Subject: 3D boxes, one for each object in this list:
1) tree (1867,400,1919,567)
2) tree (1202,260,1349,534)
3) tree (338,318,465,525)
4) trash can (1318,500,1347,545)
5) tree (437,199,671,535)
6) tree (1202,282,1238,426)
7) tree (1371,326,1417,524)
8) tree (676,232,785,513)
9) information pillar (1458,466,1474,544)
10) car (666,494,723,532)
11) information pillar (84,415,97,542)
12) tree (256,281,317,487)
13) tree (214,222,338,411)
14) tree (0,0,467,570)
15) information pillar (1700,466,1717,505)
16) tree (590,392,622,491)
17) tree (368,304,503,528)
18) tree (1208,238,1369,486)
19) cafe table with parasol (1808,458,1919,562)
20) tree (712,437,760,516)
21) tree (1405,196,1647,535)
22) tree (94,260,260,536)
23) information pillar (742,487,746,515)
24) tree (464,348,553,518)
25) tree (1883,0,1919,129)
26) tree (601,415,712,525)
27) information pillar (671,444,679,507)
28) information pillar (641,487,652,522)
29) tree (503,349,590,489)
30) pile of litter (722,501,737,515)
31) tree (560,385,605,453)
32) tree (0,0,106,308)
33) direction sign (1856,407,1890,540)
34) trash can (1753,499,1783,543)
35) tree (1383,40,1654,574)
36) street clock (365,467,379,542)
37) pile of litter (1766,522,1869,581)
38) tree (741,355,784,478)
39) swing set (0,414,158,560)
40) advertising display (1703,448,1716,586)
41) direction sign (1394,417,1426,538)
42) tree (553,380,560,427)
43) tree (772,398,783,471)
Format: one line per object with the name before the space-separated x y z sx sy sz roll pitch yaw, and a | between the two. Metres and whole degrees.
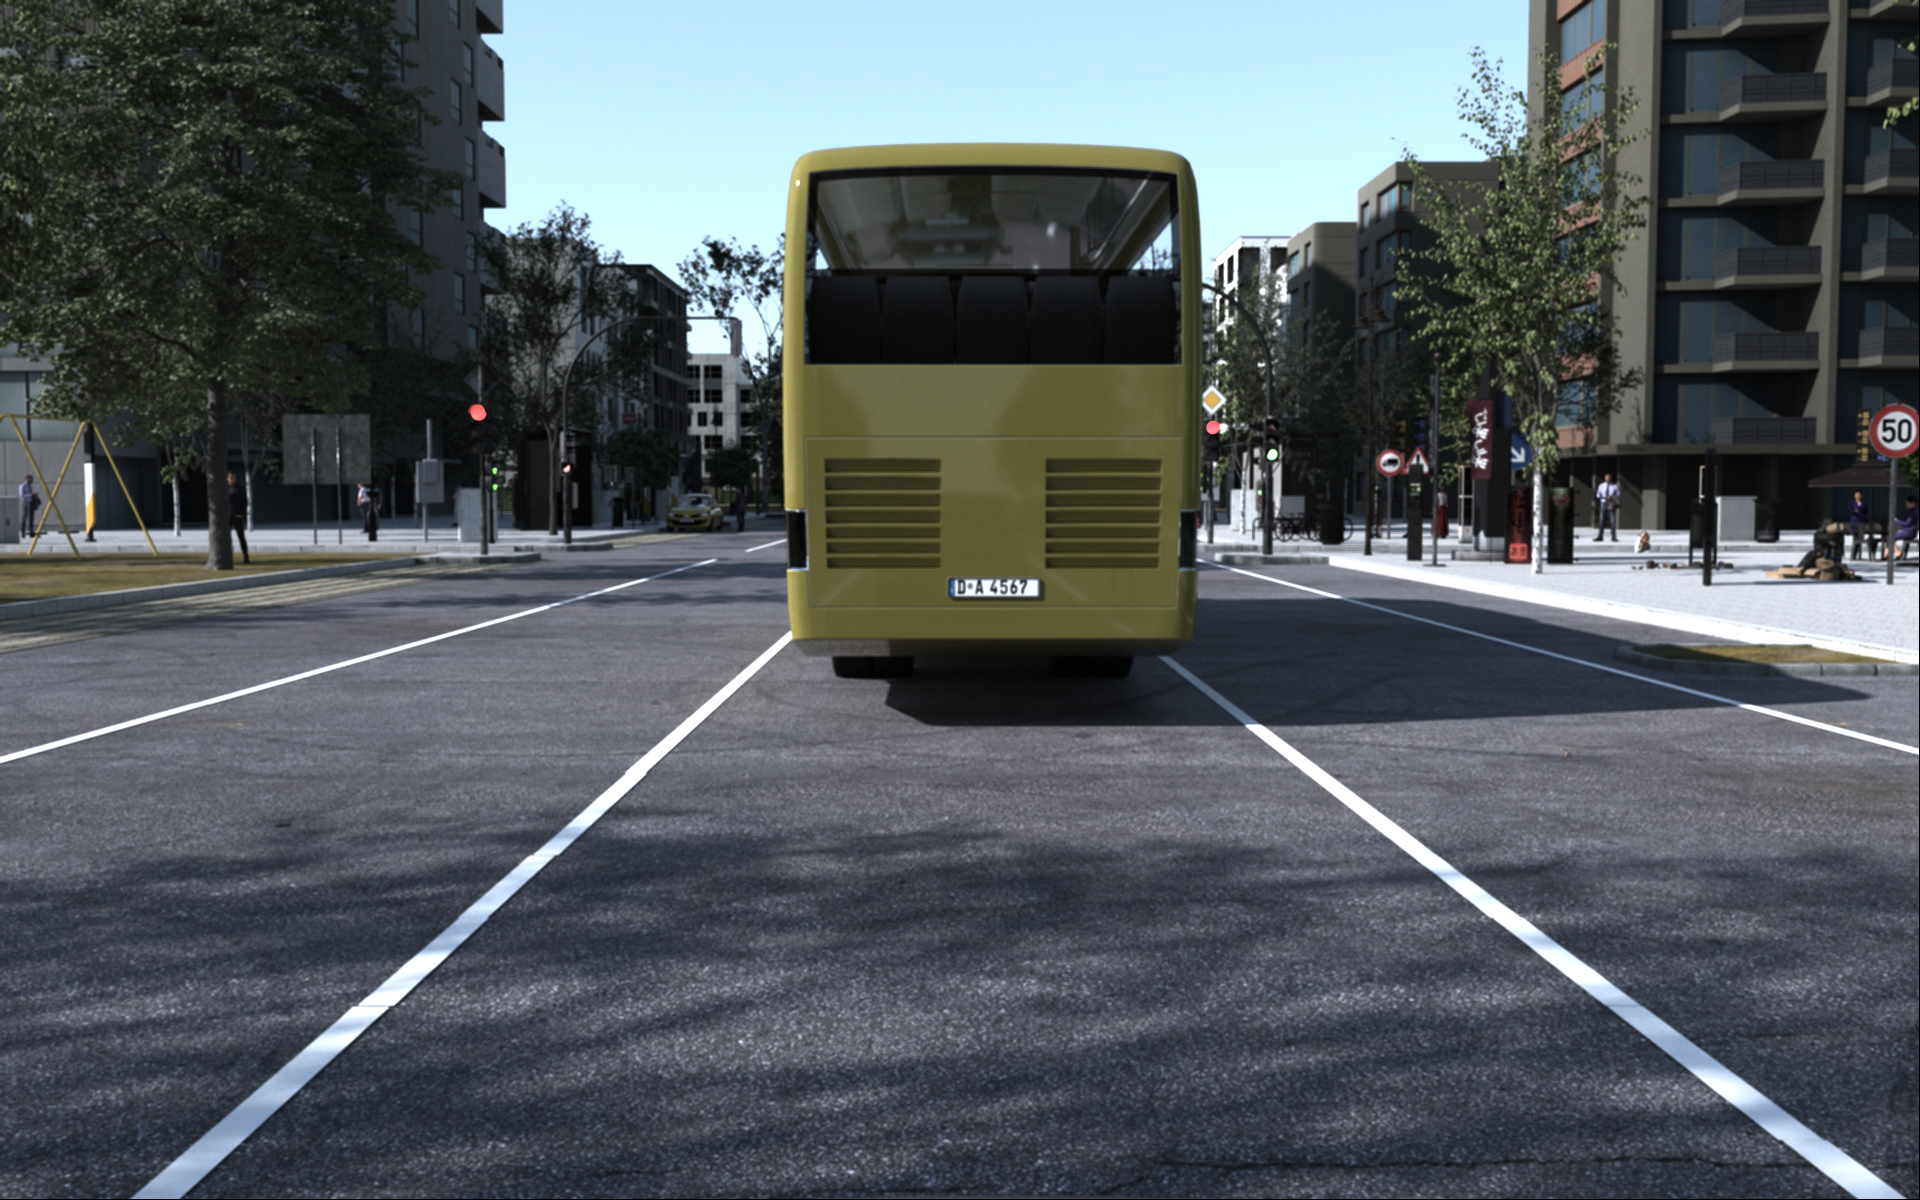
tree | 17.249 -2.202 30.598 1.663 3.219 1.824 0 3 0
tree | 9.176 -6.416 55.266 4.737 8.622 4.395 0 3 0
tree | -23.819 -7.428 71.806 4.737 8.622 4.395 0 3 0
trash can | 9.419 -1.971 43.879 0.748 1.137 0.748 0 3 0
tree | -12.476 -7.311 53.951 8.767 10.594 7.601 2 4 31
tree | 9.398 -10.684 85.052 12.009 13.543 11.850 0 3 0
tree | 17.515 -7.528 73.449 4.360 8.622 3.978 0 3 0
tree | -11.553 -15.878 115.490 12.611 20.169 13.585 0 3 0
information pillar | 13.110 -2.468 44.850 0.304 2.012 0.304 0 4 -1
car | -10.094 -3.407 65.934 2.015 1.641 3.980 0 4 0
information pillar | -23.372 -3.374 46.515 0.504 3.616 0.183 3 5 43
tree | -23.852 -6.613 58.481 4.360 8.622 3.978 0 3 0
tree | -20.187 -5.870 46.332 4.737 8.622 4.395 0 3 0
tree | -12.205 -6.798 29.273 7.486 12.596 7.792 0 3 0
information pillar | 19.697 -2.516 45.635 0.304 2.012 0.304 -3 5 -41
tree | -23.910 -9.975 113.457 4.360 8.622 3.978 0 3 0
tree | -20.366 -7.031 65.319 4.360 8.622 3.978 0 3 0
tree | 8.932 -6.077 49.728 4.360 8.622 3.978 0 3 0
cafe table with parasol | 17.598 -1.745 33.394 2.610 1.966 2.610 0 4 5
tree | -13.241 -7.158 100.754 4.285 4.588 4.351 0 3 0
tree | 17.515 -7.316 54.021 7.601 10.594 8.767 0 4 5
tree | -23.809 -6.240 52.381 4.360 8.622 3.978 0 3 0
information pillar | -13.162 -6.162 105.240 0.304 2.012 0.304 0 4 1
tree | -21.836 -7.863 78.921 4.737 8.622 4.395 0 3 0
tree | 9.759 -3.936 14.718 4.737 8.622 4.395 0 3 0
tree | -13.135 -5.386 71.777 4.285 4.588 4.351 0 3 0
information pillar | -13.212 -5.440 80.296 0.183 3.616 0.504 2 4 28
information pillar | -14.643 -5.466 80.716 0.183 3.616 0.504 3 5 40
tree | -21.140 -8.203 84.488 4.360 8.622 3.978 0 3 0
pile of litter | -14.119 -5.631 106.030 1.176 0.858 1.719 1 4 8
tree | -23.518 -9.419 104.362 4.737 8.622 4.395 0 3 0
tree | -12.146 -4.309 20.821 4.737 8.622 4.395 0 3 0
direction sign | 23.943 -3.270 45.458 0.379 3.537 0.876 -3 4 -36
trash can | 21.245 -2.075 45.580 0.748 1.137 0.748 0 3 0
tree | 9.079 -4.728 27.666 4.737 8.622 4.395 0 3 0
street clock | -15.903 -2.586 46.854 0.358 2.002 0.471 -1 4 -10
pile of litter | 12.983 -0.751 26.241 1.176 0.858 1.719 0 4 1
tree | -13.909 -13.523 139.230 7.486 12.596 7.792 0 3 0
swing set | -18.426 -2.285 34.986 2.862 2.851 3.119 0 4 4
advertising display | 10.609 -1.182 24.543 0.123 1.923 0.974 1 4 22
direction sign | 13.197 -3.601 50.869 0.876 3.537 0.379 0 4 6
tree | -24.334 -8.656 91.890 4.737 8.622 4.395 0 3 0
tree | -13.646 -15.865 166.045 9.857 13.997 8.962 0 3 0
